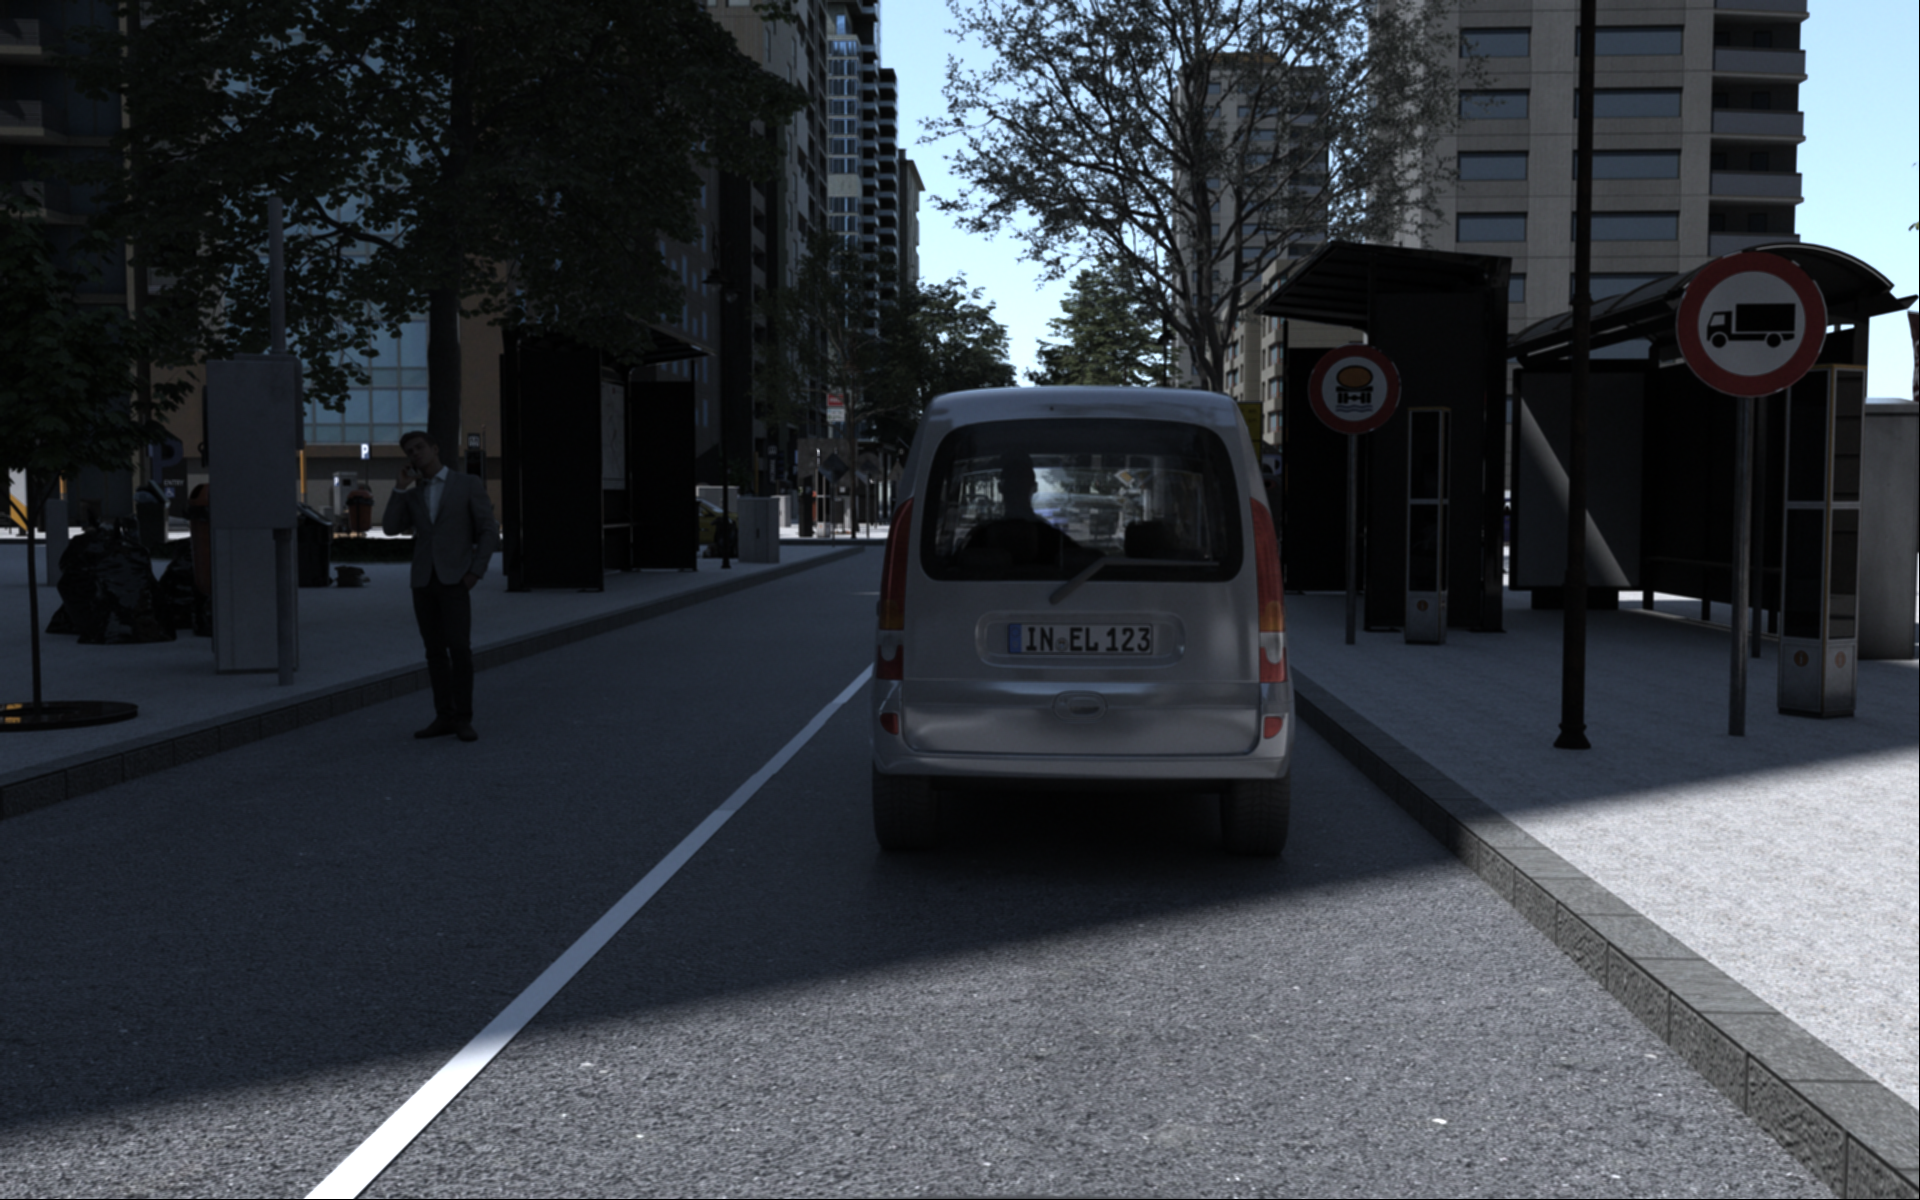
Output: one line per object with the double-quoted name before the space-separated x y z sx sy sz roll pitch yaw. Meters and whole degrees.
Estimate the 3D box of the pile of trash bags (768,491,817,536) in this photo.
"pile of trash bags" -5.952 -2.643 52.972 3.447 1.369 1.912 1 4 9

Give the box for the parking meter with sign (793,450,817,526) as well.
"parking meter with sign" -5.969 -4.482 69.538 0.543 3.016 1.738 1 4 22

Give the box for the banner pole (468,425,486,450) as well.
"banner pole" -17.465 -4.454 62.847 0.863 3.779 0.401 -3 5 -39

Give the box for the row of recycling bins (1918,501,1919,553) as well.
"row of recycling bins" 22.409 -1.906 38.274 3.534 1.692 1.069 0 4 -6

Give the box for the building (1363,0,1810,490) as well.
"building" 34.081 -34.040 98.559 21.231 58.520 28.212 0 4 3

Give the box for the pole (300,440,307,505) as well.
"pole" -24.937 -4.402 65.821 0.158 3.312 0.155 0 3 0

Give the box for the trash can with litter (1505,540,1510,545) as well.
"trash can with litter" 13.338 -1.786 40.596 1.055 1.170 0.624 1 4 16

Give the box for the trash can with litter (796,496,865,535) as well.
"trash can with litter" -4.205 -2.717 55.476 2.233 1.210 1.678 2 4 30

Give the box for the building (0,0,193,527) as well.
"building" -45.126 -25.627 73.629 28.867 44.769 22.147 0 4 3

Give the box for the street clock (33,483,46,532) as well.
"street clock" -33.059 -3.529 62.270 0.471 2.002 0.358 1 4 13

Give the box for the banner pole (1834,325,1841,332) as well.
"banner pole" 10.324 -1.892 20.954 0.863 3.779 0.401 3 5 43

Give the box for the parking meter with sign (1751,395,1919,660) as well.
"parking meter with sign" 7.064 -1.053 13.470 1.738 3.016 0.543 0 4 1

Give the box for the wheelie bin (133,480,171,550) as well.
"wheelie bin" -18.166 -1.897 38.932 0.693 1.594 0.980 -1 4 -15

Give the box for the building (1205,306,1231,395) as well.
"building" 38.971 -19.894 170.305 27.650 21.520 28.899 0 4 3

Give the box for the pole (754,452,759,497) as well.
"pole" -9.803 -5.473 83.324 0.158 3.312 0.155 0 3 0

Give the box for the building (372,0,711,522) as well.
"building" -21.917 -27.168 94.303 14.600 45.320 14.200 0 4 3

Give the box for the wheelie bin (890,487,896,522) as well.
"wheelie bin" -2.895 -4.381 79.533 0.980 1.594 0.693 0 4 1

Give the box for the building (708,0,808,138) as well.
"building" -26.957 -33.626 139.025 28.713 52.752 27.495 0 4 3

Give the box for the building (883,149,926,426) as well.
"building" -20.400 -41.508 267.886 28.713 52.752 27.495 0 4 3

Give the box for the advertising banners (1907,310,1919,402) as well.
"advertising banners" 9.857 -1.284 17.187 2.074 3.025 0.090 -3 4 -36

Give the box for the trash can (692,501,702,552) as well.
"trash can" -5.860 -1.544 36.904 0.748 1.137 0.748 0 3 0

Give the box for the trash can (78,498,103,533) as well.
"trash can" -28.933 -2.816 57.691 0.748 1.137 0.748 0 3 0

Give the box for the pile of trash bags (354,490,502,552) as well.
"pile of trash bags" -11.921 -1.767 38.636 3.447 1.369 1.912 0 4 -8

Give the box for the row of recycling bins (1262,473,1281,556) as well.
"row of recycling bins" 5.551 -1.648 34.063 3.534 1.692 1.069 0 4 -1

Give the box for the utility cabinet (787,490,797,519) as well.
"utility cabinet" -8.904 -4.929 89.275 1.173 1.500 0.318 3 5 44

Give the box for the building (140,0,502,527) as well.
"building" -23.692 -25.816 72.206 14.600 45.320 14.200 0 4 3

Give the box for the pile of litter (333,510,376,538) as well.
"pile of litter" -17.646 -2.199 49.922 1.719 0.858 1.176 0 4 3

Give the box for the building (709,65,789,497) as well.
"building" -19.574 -21.106 116.777 14.160 30.474 14.107 0 4 3

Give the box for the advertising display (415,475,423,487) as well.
"advertising display" -17.801 -3.200 57.538 0.123 1.923 0.974 1 4 8

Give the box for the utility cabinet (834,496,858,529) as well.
"utility cabinet" -4.202 -3.217 63.757 1.020 1.237 0.306 3 5 42

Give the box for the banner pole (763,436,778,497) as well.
"banner pole" -8.249 -5.194 74.945 0.863 3.779 0.401 1 4 17

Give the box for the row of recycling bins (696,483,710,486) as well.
"row of recycling bins" -10.810 -3.468 63.812 3.534 1.692 1.069 0 4 5

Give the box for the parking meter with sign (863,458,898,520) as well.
"parking meter with sign" -3.862 -5.374 84.118 1.738 3.016 0.543 1 4 9

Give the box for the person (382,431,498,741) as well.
"person" -3.048 -0.092 10.183 0.592 1.802 0.473 2 4 25

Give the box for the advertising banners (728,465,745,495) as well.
"advertising banners" -13.094 -6.571 103.616 2.074 3.025 0.090 1 4 8

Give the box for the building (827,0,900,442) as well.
"building" -18.613 -56.532 236.964 22.319 86.520 31.000 0 4 3

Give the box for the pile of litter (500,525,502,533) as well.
"pile of litter" -14.698 -2.622 56.840 1.719 0.858 1.176 1 4 10

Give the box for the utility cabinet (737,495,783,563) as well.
"utility cabinet" -3.776 -1.300 32.421 0.306 1.237 1.020 -3 5 -40

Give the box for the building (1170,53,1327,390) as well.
"building" 39.613 -42.589 238.329 21.231 58.520 28.212 0 4 3

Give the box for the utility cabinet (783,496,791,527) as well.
"utility cabinet" -6.927 -3.413 66.966 0.306 1.237 1.020 -3 4 -38

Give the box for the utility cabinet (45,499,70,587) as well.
"utility cabinet" -12.743 -0.814 24.464 0.306 1.237 1.020 -2 4 -28

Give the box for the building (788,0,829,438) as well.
"building" -20.975 -44.291 162.403 20.563 71.187 20.611 0 4 3

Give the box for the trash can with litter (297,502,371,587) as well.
"trash can with litter" -8.732 -0.772 24.004 1.055 1.170 0.624 0 4 -2

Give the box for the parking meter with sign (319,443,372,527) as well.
"parking meter with sign" -20.939 -3.835 58.957 0.543 3.016 1.738 3 5 40

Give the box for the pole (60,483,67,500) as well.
"pole" -31.311 -4.075 60.472 0.158 3.312 0.155 0 3 0

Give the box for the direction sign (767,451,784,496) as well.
"direction sign" -9.633 -6.033 90.637 0.876 3.537 0.379 -1 4 -19

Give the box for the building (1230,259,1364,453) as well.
"building" 37.781 -18.131 141.483 27.650 21.520 28.899 0 4 3

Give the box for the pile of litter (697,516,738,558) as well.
"pile of litter" -4.673 -1.282 34.931 1.719 0.858 1.176 2 4 26

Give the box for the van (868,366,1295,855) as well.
"van" 0.579 -0.078 8.286 2.013 2.044 4.112 0 4 4

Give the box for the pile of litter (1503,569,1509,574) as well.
"pile of litter" 8.312 -0.883 28.407 1.176 0.858 1.719 -1 4 -16

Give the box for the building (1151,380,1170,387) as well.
"building" 43.821 -25.856 267.782 27.650 21.520 28.899 0 4 3

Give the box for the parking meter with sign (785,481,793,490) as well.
"parking meter with sign" -10.617 -6.685 105.555 1.738 3.016 0.543 -3 5 -45

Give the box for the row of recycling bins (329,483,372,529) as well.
"row of recycling bins" -22.196 -3.419 63.008 1.069 1.692 3.534 0 4 -6

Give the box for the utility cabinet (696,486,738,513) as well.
"utility cabinet" -7.058 -2.545 50.288 1.173 1.500 0.318 -2 4 -27

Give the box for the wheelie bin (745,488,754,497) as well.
"wheelie bin" -11.547 -5.372 95.737 0.693 1.594 0.980 -1 4 -16

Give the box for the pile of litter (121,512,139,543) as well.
"pile of litter" -19.906 -1.654 41.010 1.176 0.858 1.719 0 4 1

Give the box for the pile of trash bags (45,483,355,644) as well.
"pile of trash bags" -6.892 -0.346 15.403 1.912 1.369 3.447 -2 4 -35
